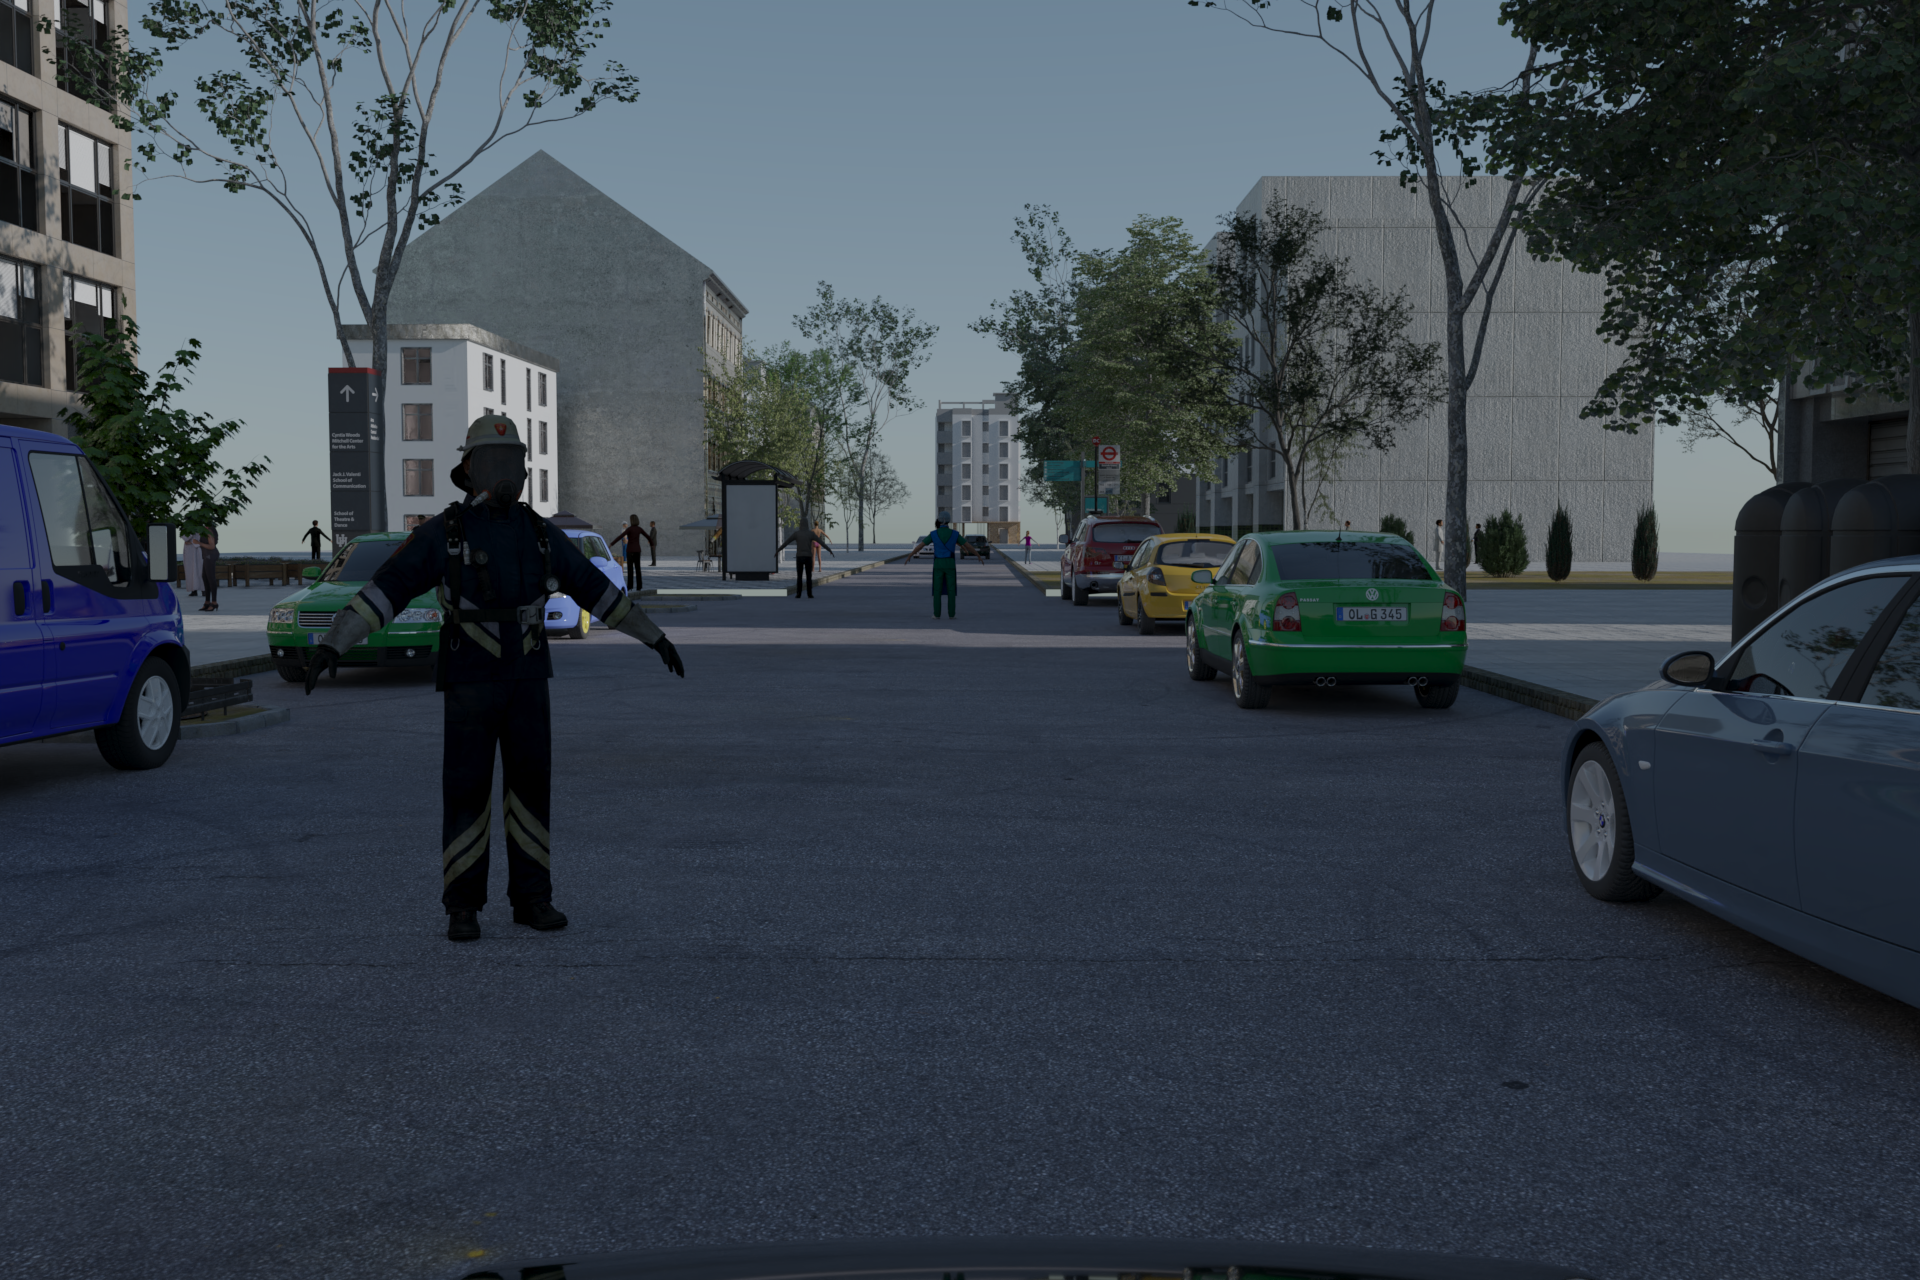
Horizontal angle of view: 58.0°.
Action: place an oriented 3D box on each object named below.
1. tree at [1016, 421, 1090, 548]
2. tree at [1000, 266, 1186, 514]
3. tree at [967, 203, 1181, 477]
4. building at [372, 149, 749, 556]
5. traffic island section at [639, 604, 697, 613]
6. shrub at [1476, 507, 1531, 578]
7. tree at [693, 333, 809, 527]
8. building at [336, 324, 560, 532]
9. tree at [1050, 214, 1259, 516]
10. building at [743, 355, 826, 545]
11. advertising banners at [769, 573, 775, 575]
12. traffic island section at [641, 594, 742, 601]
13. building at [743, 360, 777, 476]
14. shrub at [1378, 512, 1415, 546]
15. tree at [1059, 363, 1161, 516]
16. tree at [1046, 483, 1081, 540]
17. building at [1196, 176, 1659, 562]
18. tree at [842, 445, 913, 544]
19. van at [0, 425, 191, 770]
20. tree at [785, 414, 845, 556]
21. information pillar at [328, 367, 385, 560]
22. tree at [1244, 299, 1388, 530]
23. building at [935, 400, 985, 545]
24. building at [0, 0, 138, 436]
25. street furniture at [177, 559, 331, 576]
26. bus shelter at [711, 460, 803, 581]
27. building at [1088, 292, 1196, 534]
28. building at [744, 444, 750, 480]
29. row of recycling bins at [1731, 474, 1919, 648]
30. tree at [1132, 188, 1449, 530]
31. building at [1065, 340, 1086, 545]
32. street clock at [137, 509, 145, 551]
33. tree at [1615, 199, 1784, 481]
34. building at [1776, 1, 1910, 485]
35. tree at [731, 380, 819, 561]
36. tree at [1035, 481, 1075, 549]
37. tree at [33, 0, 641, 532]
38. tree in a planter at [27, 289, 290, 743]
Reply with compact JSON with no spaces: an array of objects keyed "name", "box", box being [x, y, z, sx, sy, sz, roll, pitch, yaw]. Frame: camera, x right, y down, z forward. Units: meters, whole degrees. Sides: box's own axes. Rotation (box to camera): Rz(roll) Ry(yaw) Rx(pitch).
[{"name":"tree","box":[7.644,-11.852,128.199,7.601,10.594,8.767,0,4,1]},{"name":"tree","box":[6.698,-10.833,83.771,9.857,13.997,8.962,0,3,0]},{"name":"tree","box":[5.821,-15.015,101.386,12.611,20.169,13.585,0,3,0]},{"name":"building","box":[-23.959,-16.977,108.499,19.493,23.208,18.063,0,4,0]},{"name":"traffic island section","box":[-5.984,-0.580,32.346,1.991,0.108,1.994,0,4,1]},{"name":"shrub","box":[15.977,-2.867,50.917,1.661,2.075,1.752,0,3,0]},{"name":"tree","box":[-7.894,-6.923,63.560,4.737,8.622,4.395,0,3,0]},{"name":"building","box":[-23.773,-8.642,83.439,9.099,9.664,28.070,0,4,1]},{"name":"tree","box":[6.884,-8.771,61.540,7.486,12.596,7.792,0,3,0]},{"name":"building","box":[-26.619,-23.294,211.781,19.493,23.208,18.063,0,4,1]},{"name":"advertising banners","box":[-5.980,-3.609,55.195,0.090,3.025,2.074,0,4,2]},{"name":"traffic island section","box":[-5.856,-0.933,38.125,1.991,0.108,1.994,0,3,0]},{"name":"building","box":[-26.316,-20.367,189.414,16.016,20.090,11.380,0,4,0]},{"name":"shrub","box":[14.404,-3.266,57.826,1.690,2.028,1.600,0,3,0]},{"name":"tree","box":[6.808,-7.421,71.702,4.360,8.622,3.978,0,3,0]},{"name":"tree","box":[7.553,-10.180,116.806,4.360,8.622,3.978,0,3,0]},{"name":"building","box":[23.315,-13.933,94.258,16.747,18.905,31.486,0,4,0]},{"name":"tree","box":[-11.584,-19.586,230.602,12.009,13.543,11.850,0,3,0]},{"name":"van","box":[-5.841,-0.271,8.809,2.240,2.365,5.245,0,4,1]},{"name":"tree","box":[-8.518,-9.214,101.010,4.737,8.622,4.395,0,3,0]},{"name":"information pillar","box":[-9.474,-2.316,27.238,0.750,3.857,0.750,0,4,1]},{"name":"tree","box":[10.501,-6.311,53.543,4.360,8.622,3.978,0,3,0]},{"name":"building","box":[-3.006,-23.028,235.382,11.380,20.090,16.016,0,4,-2]},{"name":"building","box":[-31.884,-13.823,29.202,19.351,26.588,34.151,0,4,1]},{"name":"street furniture","box":[-21.802,-2.375,54.459,10.072,0.657,5.734,-1,4,-8]},{"name":"bus shelter","box":[-5.781,-3.433,50.058,2.014,3.302,5.546,0,3,0]},{"name":"building","box":[25.613,-19.486,162.569,27.936,21.610,32.646,0,4,1]},{"name":"building","box":[-24.078,-13.619,164.820,9.099,9.664,28.070,0,3,0]},{"name":"row of recycling bins","box":[6.571,-0.322,12.376,1.069,1.692,3.534,0,4,0]},{"name":"tree","box":[9.027,-6.836,46.183,8.767,10.594,7.601,0,4,-4]},{"name":"building","box":[25.926,-21.707,198.890,27.936,21.610,32.646,0,4,1]},{"name":"street clock","box":[-9.558,-0.958,20.241,0.358,2.002,0.471,0,4,0]},{"name":"tree","box":[25.368,-8.715,52.867,12.009,13.543,11.850,0,3,0]},{"name":"building","box":[25.965,-13.140,32.100,12.078,24.872,19.932,0,4,1]},{"name":"tree","box":[-8.522,-8.043,81.867,4.737,8.622,4.395,0,3,0]},{"name":"tree","box":[8.307,-11.931,145.432,4.360,8.622,3.978,0,3,0]},{"name":"tree","box":[-12.577,-11.081,37.059,12.611,20.169,13.585,0,3,0]},{"name":"tree in a planter","box":[-6.159,-0.951,12.770,1.991,3.239,1.994,0,4,1]}]
